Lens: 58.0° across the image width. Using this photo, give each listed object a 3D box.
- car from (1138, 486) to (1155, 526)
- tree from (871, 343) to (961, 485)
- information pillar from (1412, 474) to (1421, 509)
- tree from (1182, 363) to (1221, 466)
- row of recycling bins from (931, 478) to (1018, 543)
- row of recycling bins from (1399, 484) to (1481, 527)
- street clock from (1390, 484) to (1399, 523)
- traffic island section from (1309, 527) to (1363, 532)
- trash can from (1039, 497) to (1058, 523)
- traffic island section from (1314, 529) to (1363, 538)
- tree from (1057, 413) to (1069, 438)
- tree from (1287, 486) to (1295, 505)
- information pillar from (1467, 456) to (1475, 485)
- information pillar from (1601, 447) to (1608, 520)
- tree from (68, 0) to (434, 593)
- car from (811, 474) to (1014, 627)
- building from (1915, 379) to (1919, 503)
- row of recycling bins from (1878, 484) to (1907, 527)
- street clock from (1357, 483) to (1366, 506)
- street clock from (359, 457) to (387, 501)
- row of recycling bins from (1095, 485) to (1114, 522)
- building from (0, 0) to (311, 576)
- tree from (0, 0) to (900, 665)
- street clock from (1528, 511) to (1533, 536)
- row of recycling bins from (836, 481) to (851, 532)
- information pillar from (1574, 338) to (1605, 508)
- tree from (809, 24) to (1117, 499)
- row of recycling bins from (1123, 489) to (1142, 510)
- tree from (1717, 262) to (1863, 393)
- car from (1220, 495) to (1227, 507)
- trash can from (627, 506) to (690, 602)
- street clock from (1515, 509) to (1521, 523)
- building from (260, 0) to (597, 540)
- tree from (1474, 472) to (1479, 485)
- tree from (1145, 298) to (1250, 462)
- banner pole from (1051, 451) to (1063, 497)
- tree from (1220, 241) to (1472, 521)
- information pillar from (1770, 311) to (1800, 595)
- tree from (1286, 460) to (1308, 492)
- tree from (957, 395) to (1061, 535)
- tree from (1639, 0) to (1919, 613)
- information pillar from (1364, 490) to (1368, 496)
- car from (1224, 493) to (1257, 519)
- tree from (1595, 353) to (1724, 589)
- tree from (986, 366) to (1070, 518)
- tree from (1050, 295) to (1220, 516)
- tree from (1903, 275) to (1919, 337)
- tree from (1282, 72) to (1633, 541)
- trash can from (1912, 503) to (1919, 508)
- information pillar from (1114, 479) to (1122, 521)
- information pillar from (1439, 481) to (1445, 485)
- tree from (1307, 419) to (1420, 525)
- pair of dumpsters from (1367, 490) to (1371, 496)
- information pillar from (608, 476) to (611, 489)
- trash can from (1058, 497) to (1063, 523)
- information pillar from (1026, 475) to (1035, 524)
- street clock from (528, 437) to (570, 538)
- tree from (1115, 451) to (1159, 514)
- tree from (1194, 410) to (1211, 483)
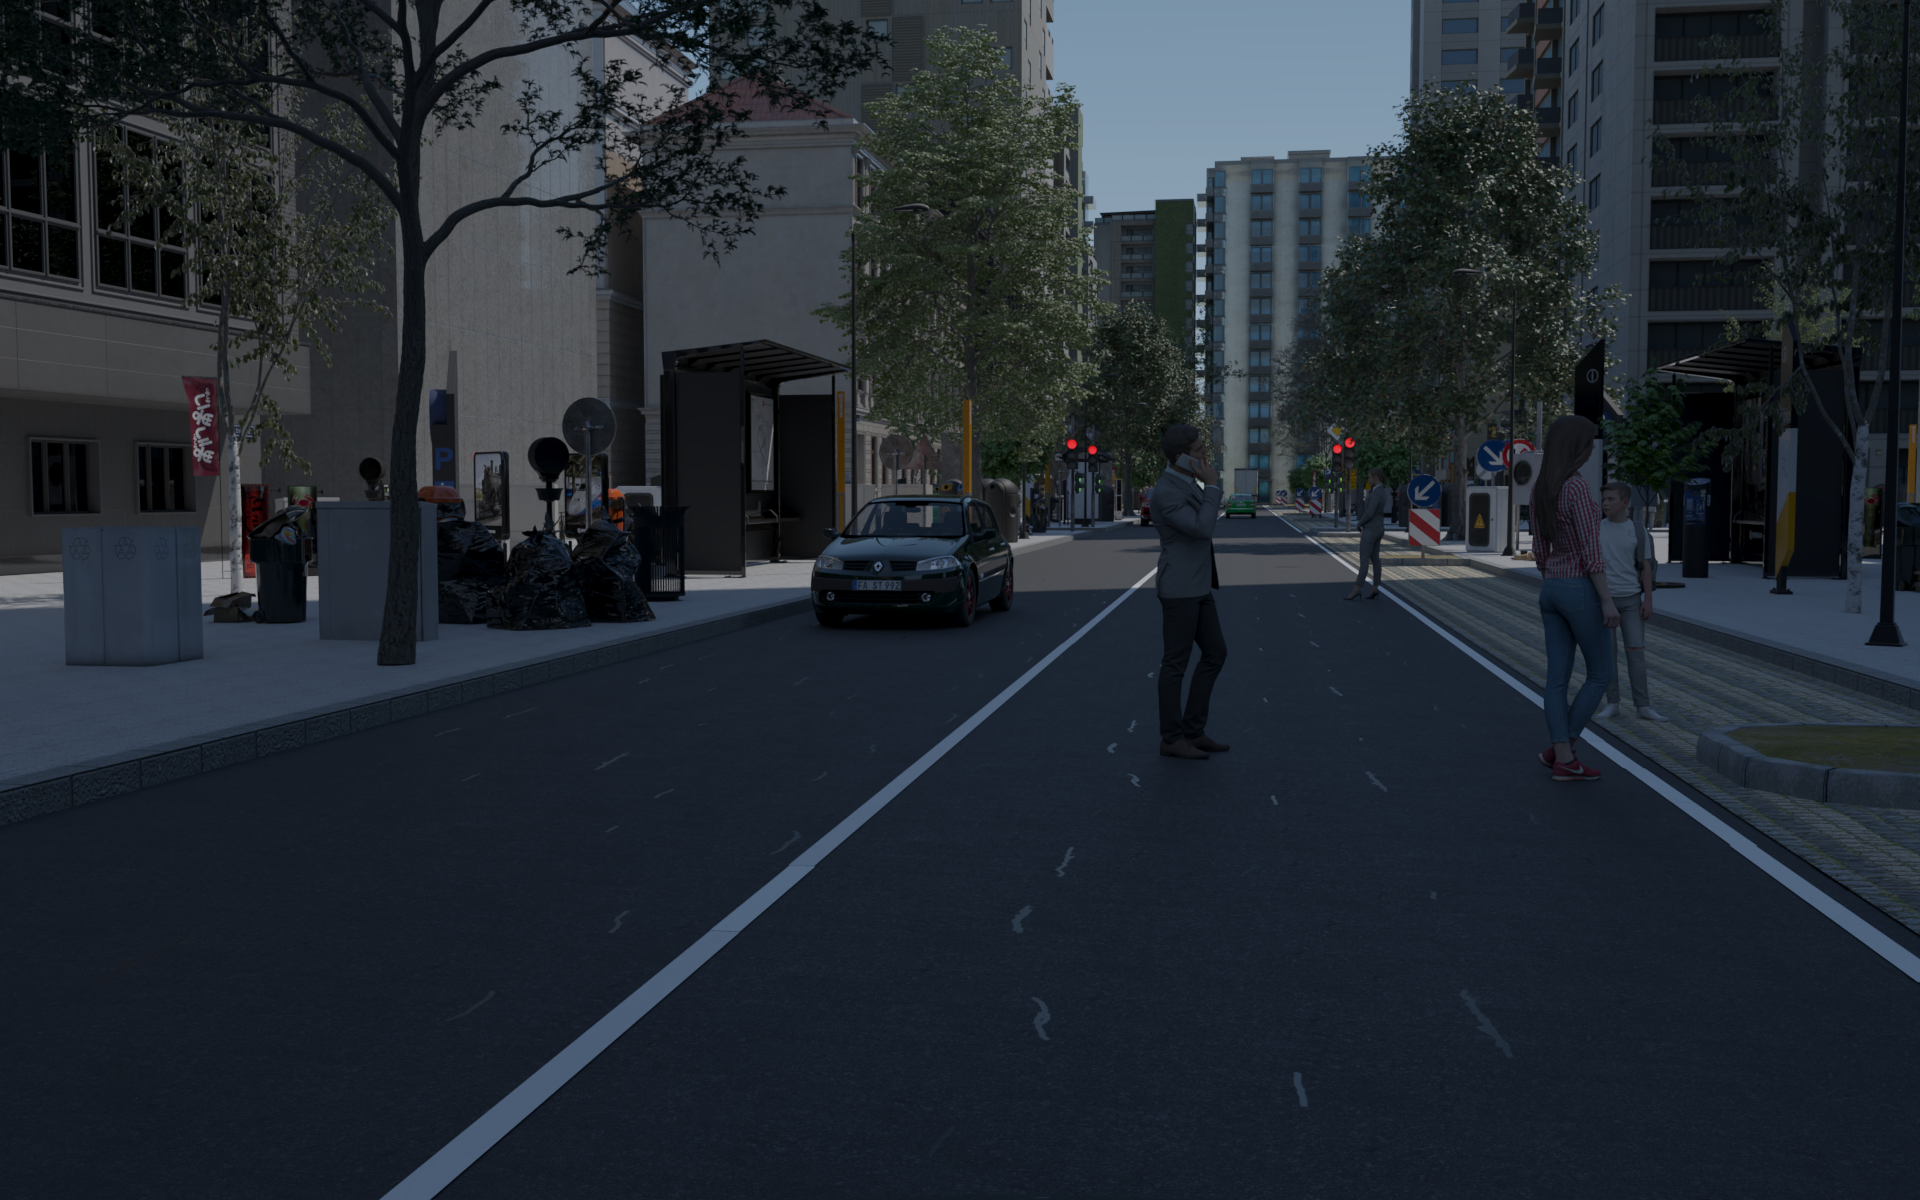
[{"bbox_3d":[9.225,-4.260,78.316,2.281,1.827,5.304,0,4,8],"label":"car"},{"bbox_3d":[-1.953,-7.726,76.684,4.737,8.622,4.395,0,3,0],"label":"tree"},{"bbox_3d":[16.951,-3.660,64.325,0.304,2.012,0.304,2,4,27],"label":"information pillar"},{"bbox_3d":[15.872,-13.978,138.908,12.009,13.543,11.850,0,3,0],"label":"tree"},{"bbox_3d":[0.490,-2.434,46.916,1.069,1.692,3.534,-2,4,-28],"label":"row of recycling bins"},{"bbox_3d":[18.780,-3.704,67.674,3.534,1.692,1.069,-1,4,-15],"label":"row of recycling bins"},{"bbox_3d":[18.957,-4.344,75.598,0.358,2.002,0.471,3,4,37],"label":"street clock"},{"bbox_3d":[14.309,-2.662,65.808,2.009,0.180,2.903,1,4,9],"label":"traffic island section"},{"bbox_3d":[3.705,-3.951,76.246,0.748,1.137,0.748,0,3,0],"label":"trash can"},{"bbox_3d":[13.004,-2.180,57.930,2.009,0.180,2.903,1,4,9],"label":"traffic island section"},{"bbox_3d":[9.480,-11.080,131.514,4.360,8.622,3.978,0,3,0],"label":"tree"},{"bbox_3d":[41.144,-13.345,212.785,1.663,3.219,1.824,0,3,0],"label":"tree"},{"bbox_3d":[31.377,-7.038,106.423,0.183,3.616,0.504,-3,5,-40],"label":"information pillar"},{"bbox_3d":[9.992,-1.393,27.274,0.304,2.012,0.304,3,5,39],"label":"information pillar"},{"bbox_3d":[-8.930,-4.366,21.754,4.360,8.622,3.978,0,3,0],"label":"tree"},{"bbox_3d":[-0.475,-0.629,20.072,2.009,1.686,4.222,1,4,11],"label":"car"},{"bbox_3d":[33.203,-43.577,25.160,22.319,86.520,31.000,1,4,9],"label":"building"},{"bbox_3d":[36.046,-3.769,68.737,3.534,1.692,1.069,2,4,32],"label":"row of recycling bins"},{"bbox_3d":[21.160,-5.305,91.312,0.358,2.002,0.471,-1,4,-22],"label":"street clock"},{"bbox_3d":[-11.591,-1.814,34.229,0.471,2.002,0.358,0,4,7],"label":"street clock"},{"bbox_3d":[6.486,-4.564,81.732,1.069,1.692,3.534,-1,4,-11],"label":"row of recycling bins"},{"bbox_3d":[-21.103,-14.009,22.547,14.314,27.812,24.014,1,4,9],"label":"building"},{"bbox_3d":[-3.910,-4.795,12.810,7.601,10.594,8.767,-1,4,-17],"label":"tree"},{"bbox_3d":[17.681,-2.993,53.502,0.471,2.002,0.358,1,4,20],"label":"street clock"},{"bbox_3d":[-3.728,-2.869,54.014,1.069,1.692,3.534,0,4,1],"label":"row of recycling bins"},{"bbox_3d":[9.558,-2.140,26.343,0.183,3.616,0.504,-2,4,-32],"label":"information pillar"},{"bbox_3d":[0.102,-7.638,43.012,7.486,12.596,7.792,0,3,0],"label":"tree"},{"bbox_3d":[14.614,-7.953,137.136,3.534,1.692,1.069,1,4,22],"label":"row of recycling bins"},{"bbox_3d":[25.542,-6.286,53.142,4.737,8.622,4.395,0,3,0],"label":"tree"},{"bbox_3d":[29.224,-11.247,196.250,2.083,1.381,4.827,0,4,8],"label":"car"},{"bbox_3d":[-3.613,-0.561,20.819,0.748,1.137,0.748,0,3,0],"label":"trash can"},{"bbox_3d":[25.136,-4.493,78.024,0.358,2.002,0.471,-3,4,-38],"label":"street clock"},{"bbox_3d":[-21.345,-13.921,45.630,19.932,24.808,12.078,1,4,9],"label":"building"},{"bbox_3d":[35.313,-7.505,117.311,1.663,3.219,1.824,0,3,0],"label":"tree"},{"bbox_3d":[21.501,-19.018,166.836,12.611,20.169,13.585,0,3,0],"label":"tree"},{"bbox_3d":[4.921,-6.047,88.887,0.863,3.779,0.401,2,4,34],"label":"banner pole"},{"bbox_3d":[19.301,-10.529,82.513,12.009,13.543,11.850,0,3,0],"label":"tree"},{"bbox_3d":[10.535,-1.878,22.055,0.183,3.616,0.504,1,4,9],"label":"information pillar"},{"bbox_3d":[27.453,-9.055,131.770,4.285,4.588,4.351,0,3,0],"label":"tree"},{"bbox_3d":[1.517,-4.337,54.626,4.285,4.588,4.351,0,3,0],"label":"tree"},{"bbox_3d":[9.659,-4.177,18.654,4.360,8.622,3.978,0,3,0],"label":"tree"},{"bbox_3d":[32.554,-9.044,139.228,0.504,3.616,0.183,-1,4,-19],"label":"information pillar"},{"bbox_3d":[16.687,-5.757,102.926,1.959,1.807,4.718,1,4,9],"label":"car"},{"bbox_3d":[9.634,-1.791,23.890,1.663,3.219,1.824,0,3,0],"label":"tree"},{"bbox_3d":[3.514,-8.687,92.389,4.737,8.622,4.395,0,3,0],"label":"tree"},{"bbox_3d":[9.657,-11.207,100.244,9.611,12.733,9.660,0,3,0],"label":"tree"},{"bbox_3d":[19.232,-4.913,30.689,4.737,8.622,4.395,0,3,0],"label":"tree"},{"bbox_3d":[13.703,-7.982,47.507,9.611,12.733,9.660,0,3,0],"label":"tree"},{"bbox_3d":[16.204,-1.050,28.828,0.748,1.137,0.748,0,3,0],"label":"trash can"},{"bbox_3d":[7.687,-4.871,84.140,0.304,2.012,0.304,-1,4,-12],"label":"information pillar"},{"bbox_3d":[26.587,-5.584,95.792,0.304,2.012,0.304,-3,5,-41],"label":"information pillar"},{"bbox_3d":[17.523,-5.374,71.587,4.285,4.588,4.351,0,3,0],"label":"tree"},{"bbox_3d":[27.478,-6.756,112.957,1.574,2.255,4.437,1,4,10],"label":"pair of dumpsters"},{"bbox_3d":[-14.579,-4.104,71.588,0.304,2.012,0.304,0,4,-3],"label":"information pillar"},{"bbox_3d":[4.344,-4.074,78.265,0.748,1.137,0.748,0,3,0],"label":"trash can"},{"bbox_3d":[2.878,-4.976,72.719,0.504,3.616,0.183,2,4,27],"label":"information pillar"},{"bbox_3d":[-5.223,-1.068,22.035,0.471,2.002,0.358,-2,4,-35],"label":"street clock"},{"bbox_3d":[11.669,-7.871,112.412,4.285,4.588,4.351,0,3,0],"label":"tree"},{"bbox_3d":[23.438,-16.367,185.728,7.486,12.596,7.792,0,3,0],"label":"tree"}]
